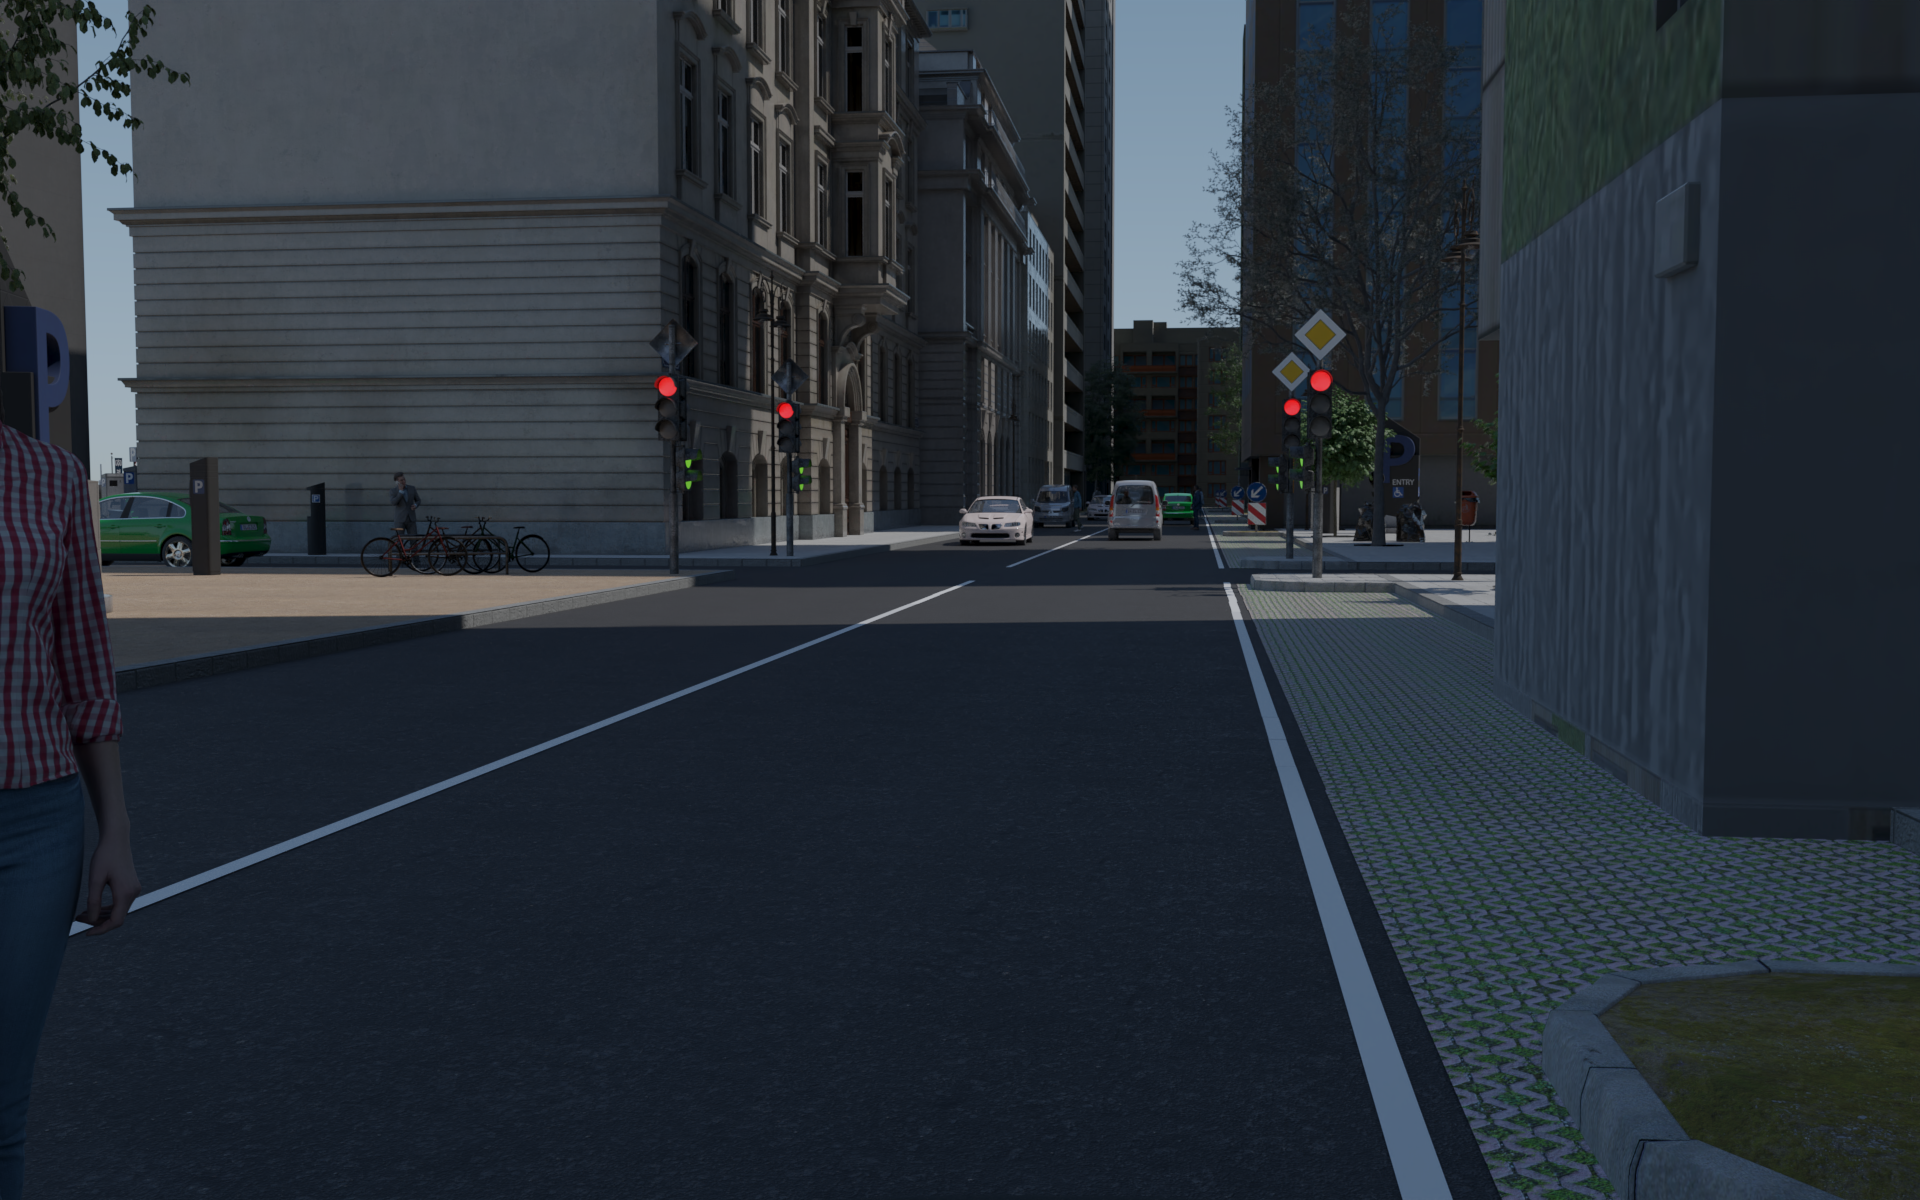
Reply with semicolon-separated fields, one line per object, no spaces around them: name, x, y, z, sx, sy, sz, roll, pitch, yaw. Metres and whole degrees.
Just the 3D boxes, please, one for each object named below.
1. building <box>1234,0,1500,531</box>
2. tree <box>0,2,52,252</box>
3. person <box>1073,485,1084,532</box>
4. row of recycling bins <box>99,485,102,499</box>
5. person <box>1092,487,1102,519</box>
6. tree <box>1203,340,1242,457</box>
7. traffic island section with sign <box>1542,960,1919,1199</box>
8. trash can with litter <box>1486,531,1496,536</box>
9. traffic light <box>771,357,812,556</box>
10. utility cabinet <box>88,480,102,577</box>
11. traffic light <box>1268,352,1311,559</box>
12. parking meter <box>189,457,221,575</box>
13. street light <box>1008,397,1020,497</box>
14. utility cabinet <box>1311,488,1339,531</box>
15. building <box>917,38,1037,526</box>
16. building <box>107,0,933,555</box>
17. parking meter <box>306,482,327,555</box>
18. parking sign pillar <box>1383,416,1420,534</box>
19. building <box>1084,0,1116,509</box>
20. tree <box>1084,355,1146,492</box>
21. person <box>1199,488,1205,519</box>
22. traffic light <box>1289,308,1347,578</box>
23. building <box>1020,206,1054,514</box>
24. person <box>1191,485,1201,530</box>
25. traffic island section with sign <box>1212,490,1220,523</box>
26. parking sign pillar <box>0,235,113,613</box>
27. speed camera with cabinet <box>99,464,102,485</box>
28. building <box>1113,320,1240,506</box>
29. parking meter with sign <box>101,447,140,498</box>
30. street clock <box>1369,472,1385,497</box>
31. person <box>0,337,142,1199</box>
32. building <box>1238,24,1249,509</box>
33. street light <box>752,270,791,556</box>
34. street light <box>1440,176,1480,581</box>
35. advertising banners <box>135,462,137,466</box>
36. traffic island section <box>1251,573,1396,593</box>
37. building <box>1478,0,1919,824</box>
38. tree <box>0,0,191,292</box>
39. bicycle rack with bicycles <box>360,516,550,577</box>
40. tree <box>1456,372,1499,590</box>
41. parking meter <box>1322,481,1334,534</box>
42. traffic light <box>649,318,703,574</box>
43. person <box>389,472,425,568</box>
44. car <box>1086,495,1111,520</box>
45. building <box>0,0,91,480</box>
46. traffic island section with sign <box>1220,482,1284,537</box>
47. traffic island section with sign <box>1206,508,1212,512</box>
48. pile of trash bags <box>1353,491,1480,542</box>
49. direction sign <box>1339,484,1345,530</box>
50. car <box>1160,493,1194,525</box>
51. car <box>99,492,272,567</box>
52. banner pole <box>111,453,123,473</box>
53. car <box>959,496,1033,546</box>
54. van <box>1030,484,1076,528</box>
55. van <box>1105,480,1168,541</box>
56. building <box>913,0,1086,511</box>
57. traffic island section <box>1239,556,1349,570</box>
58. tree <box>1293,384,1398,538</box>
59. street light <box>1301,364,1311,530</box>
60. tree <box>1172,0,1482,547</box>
building;18.521;-25.601;68.692;14.600;45.320;14.200;0;4;8
tree;-13.307;-4.337;21.279;4.360;8.622;3.978;0;3;0
person;4.508;-3.499;66.047;0.444;1.785;0.601;0;4;6
row of recycling bins;-38.095;-4.108;74.279;1.069;1.692;3.534;2;4;32
person;7.995;-5.615;100.399;0.679;1.850;0.850;2;4;30
tree;19.975;-11.558;114.734;9.928;11.665;9.643;0;3;0
traffic island section with sign;2.371;0.302;3.688;1.989;1.847;2.006;0;4;8
trash can with litter;16.955;-2.618;53.860;1.678;1.210;2.233;3;5;45
traffic light;-3.491;-2.857;35.639;0.839;4.253;0.868;0;4;8
utility cabinet;-12.950;-1.045;25.766;0.318;1.500;1.173;-2;4;-27
traffic light;6.529;-2.775;34.287;0.839;4.253;0.868;0;4;8
parking meter;-11.946;-1.326;27.398;0.399;1.863;0.255;1;4;21
street light;2.565;-6.722;82.699;0.468;5.910;1.993;0;4;8
utility cabinet;12.592;-3.126;59.787;1.173;1.500;0.318;-3;5;-40
building;-4.109;-14.690;81.979;13.314;21.916;24.055;0;4;8
building;-8.979;-14.304;52.952;14.460;24.649;34.723;0;4;8
parking meter;-13.540;-1.714;36.433;0.372;1.533;0.369;0;3;0
parking sign pillar;14.334;-4.165;56.565;1.447;3.967;1.447;1;4;20
building;5.007;-45.124;176.022;20.611;71.187;20.563;0;4;8
tree;12.626;-15.489;159.906;9.857;13.997;8.962;0;3;0
person;14.054;-5.643;101.023;0.793;1.790;0.793;3;5;44
traffic light;5.444;-2.291;26.375;0.839;4.253;0.868;0;4;8
building;-0.350;-15.149;102.438;10.420;20.320;16.860;0;4;8
person;9.518;-3.735;69.754;0.419;1.800;0.721;0;4;1
traffic island section with sign;13.577;-4.700;85.473;1.989;1.847;2.006;0;4;8
parking sign pillar;-9.886;-1.834;18.451;1.447;3.967;1.447;-1;4;-11
speed camera with cabinet;-55.953;-7.288;113.496;0.660;3.252;2.038;-2;4;-34
building;22.764;-22.113;206.580;28.899;21.520;27.650;0;4;8
parking meter with sign;-31.128;-4.119;63.599;0.543;3.016;1.738;3;5;39
street clock;12.944;-3.014;53.848;0.471;2.002;0.358;1;4;16
person;-1.484;0.368;2.499;0.388;1.821;0.555;2;4;34
building;31.970;-28.766;153.912;14.154;41.232;14.086;0;4;8
street light;-3.885;-3.862;35.940;0.468;5.910;1.993;0;4;8
street light;7.398;-3.229;25.579;0.468;5.910;1.993;0;4;8
advertising banners;-40.284;-5.379;84.129;0.090;3.025;2.074;0;4;-7
traffic island section;5.482;-0.257;26.484;2.009;0.180;2.903;0;4;8
building;10.967;-20.071;11.759;14.154;41.232;14.086;0;4;8
tree;-7.781;-3.784;12.228;4.737;8.622;4.395;0;3;0
bicycle rack with bicycles;-8.124;-0.894;27.994;2.925;0.926;2.852;-1;4;-18
tree;7.677;-1.742;23.090;1.663;3.219;1.824;0;3;0
parking meter;11.915;-3.082;56.098;0.255;1.863;0.399;-2;4;-33
traffic light;-4.576;-2.374;27.728;0.839;4.253;0.868;0;4;8
person;-10.372;-1.482;32.542;0.655;1.846;0.447;-3;4;-36
car;8.027;-5.100;95.751;2.083;1.381;4.827;0;4;7
building;-39.245;-15.489;46.757;24.014;27.812;14.314;0;4;8
traffic island section with sign;9.932;-3.066;58.764;1.989;1.847;2.006;0;4;8
traffic island section with sign;20.431;-7.756;135.440;1.989;1.847;2.006;0;4;8
pile of trash bags;12.299;-2.267;46.811;3.447;1.369;1.912;2;4;31
direction sign;13.451;-4.231;61.181;0.876;3.537;0.379;-1;4;-13
car;10.112;-4.386;80.514;1.959;1.807;4.718;0;4;6
car;-15.457;-1.457;32.616;4.718;1.807;1.959;1;4;9
banner pole;-51.129;-7.031;104.971;0.401;3.779;0.863;3;5;39
car;1.082;-2.290;49.804;2.083;1.381;4.827;0;4;6
van;4.093;-4.152;74.902;2.013;2.044;4.112;0;4;8
van;5.567;-2.925;54.829;2.013;2.044;4.112;0;4;7
building;-2.510;-30.468;121.857;21.300;48.544;21.600;0;4;8
traffic island section;6.567;-0.741;34.395;2.009;0.180;2.903;0;4;8
tree;11.306;-4.157;51.676;4.285;4.588;4.351;0;3;0
street light;12.362;-5.429;61.547;0.468;5.910;1.993;0;4;8
tree;10.302;-8.073;42.368;12.009;13.543;11.850;0;3;0
